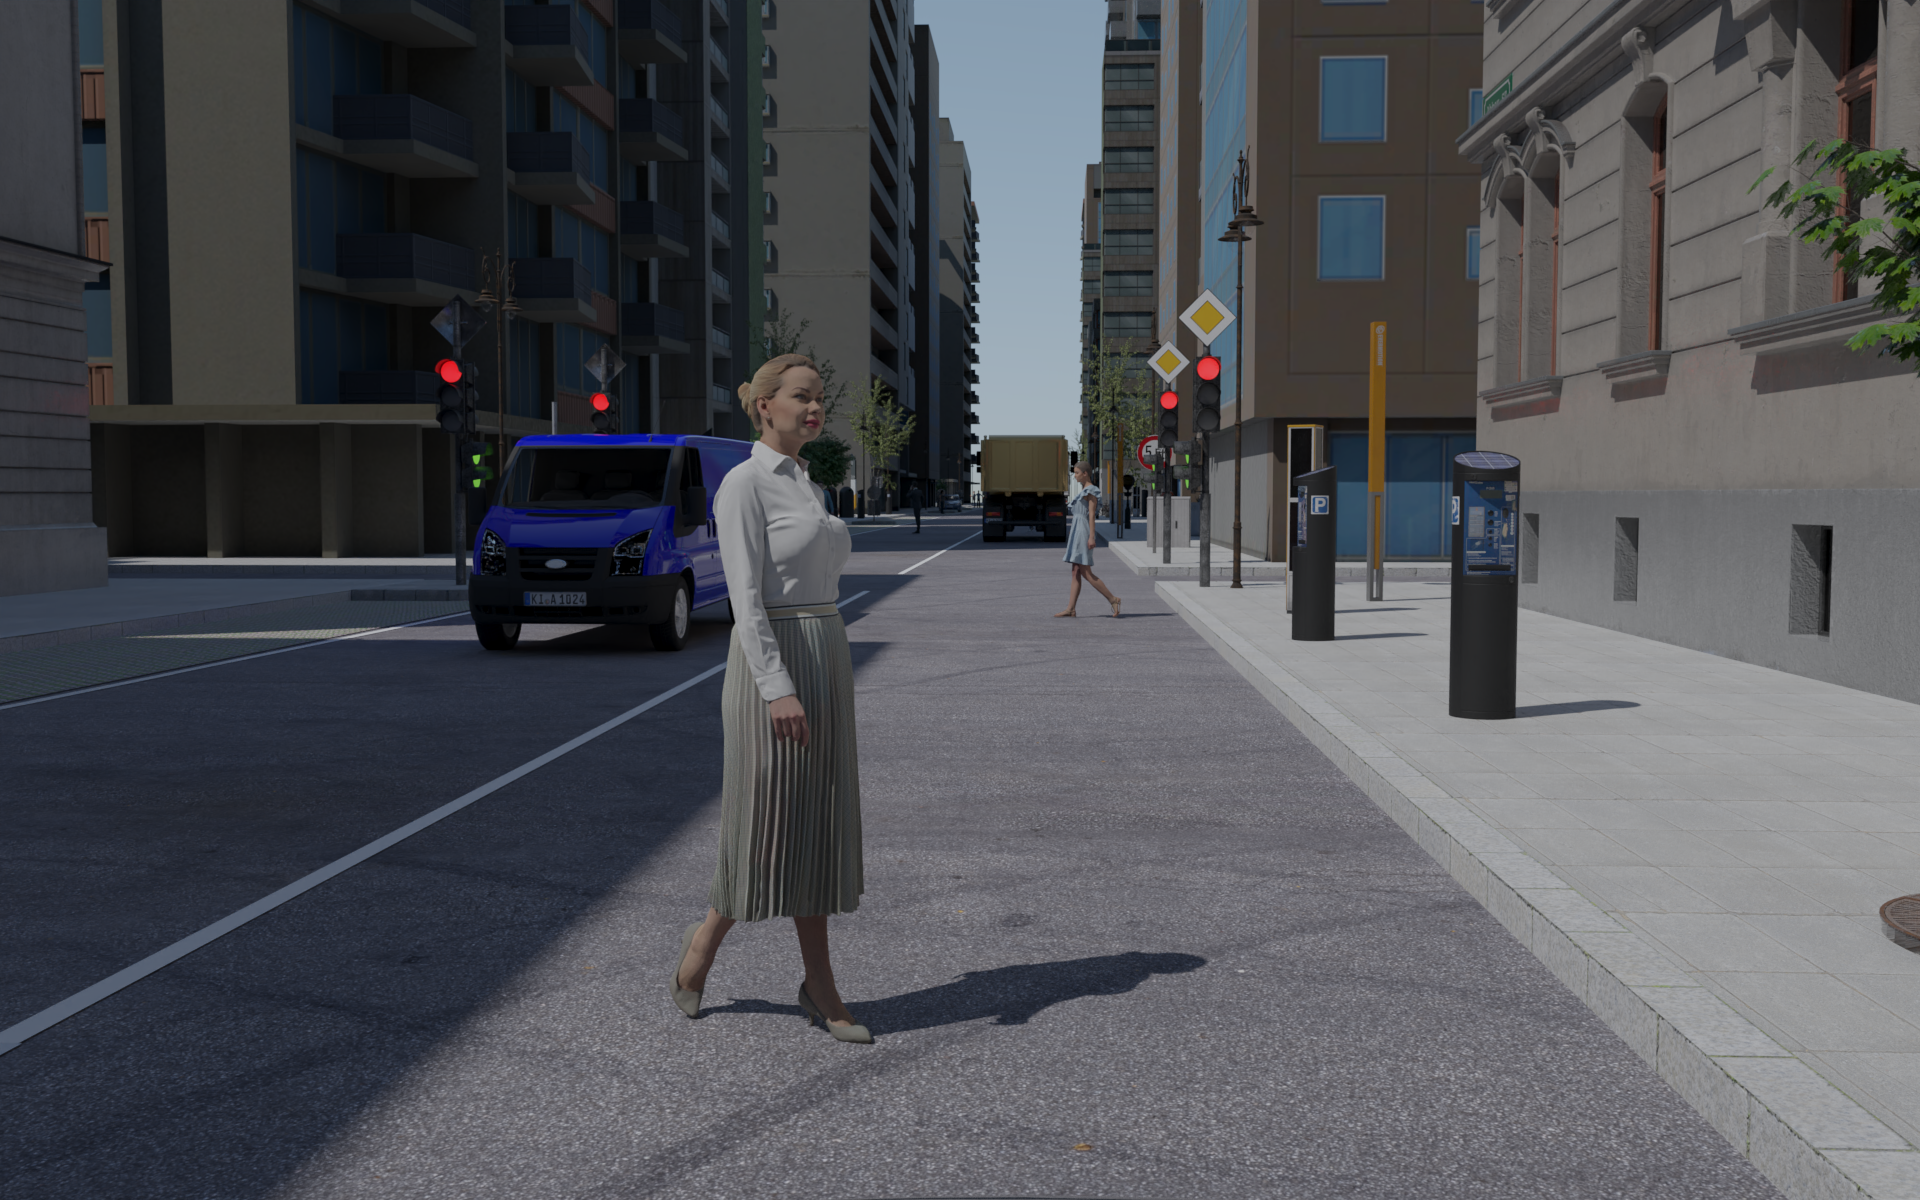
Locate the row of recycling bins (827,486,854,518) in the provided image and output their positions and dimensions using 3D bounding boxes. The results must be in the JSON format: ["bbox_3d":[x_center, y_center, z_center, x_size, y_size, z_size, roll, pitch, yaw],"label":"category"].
[{"bbox_3d":[-7.499,-5.293,93.660,3.534,1.692,1.069,-1,4,-8],"label":"row of recycling bins"}]

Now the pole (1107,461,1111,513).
[{"bbox_3d":[9.180,-6.885,106.413,0.158,3.312,0.155,0,3,0],"label":"pole"}]

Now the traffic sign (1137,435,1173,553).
[{"bbox_3d":[4.212,-2.283,37.436,0.768,2.556,0.104,1,4,11],"label":"traffic sign"}]

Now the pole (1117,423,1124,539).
[{"bbox_3d":[4.614,-3.425,49.846,0.158,3.312,0.155,0,3,0],"label":"pole"}]

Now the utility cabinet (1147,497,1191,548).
[{"bbox_3d":[5.011,-1.859,41.563,1.020,1.237,0.306,1,4,13],"label":"utility cabinet"}]

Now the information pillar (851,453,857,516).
[{"bbox_3d":[-6.109,-6.607,99.376,0.183,3.616,0.504,-2,4,-35],"label":"information pillar"}]

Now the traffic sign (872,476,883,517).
[{"bbox_3d":[-4.692,-5.890,98.437,0.606,2.300,0.079,0,4,8],"label":"traffic sign"}]

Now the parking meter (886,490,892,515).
[{"bbox_3d":[-4.440,-6.088,107.942,0.372,1.533,0.369,0,3,0],"label":"parking meter"}]

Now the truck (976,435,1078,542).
[{"bbox_3d":[2.104,-3.632,55.310,3.469,3.379,9.791,0,4,3],"label":"truck"}]

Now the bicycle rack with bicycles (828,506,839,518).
[{"bbox_3d":[-8.364,-5.365,101.097,2.852,0.926,2.925,-3,5,-41],"label":"bicycle rack with bicycles"}]

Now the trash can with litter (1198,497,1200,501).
[{"bbox_3d":[10.998,-3.981,76.155,2.233,1.210,1.678,2,4,34],"label":"trash can with litter"}]

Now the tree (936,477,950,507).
[{"bbox_3d":[-2.093,-11.072,175.632,1.663,3.219,1.824,0,3,0],"label":"tree"}]

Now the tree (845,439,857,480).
[{"bbox_3d":[-6.748,-6.235,85.649,4.285,4.588,4.351,0,3,0],"label":"tree"}]

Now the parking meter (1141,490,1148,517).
[{"bbox_3d":[10.271,-5.371,96.232,0.372,1.533,0.369,0,3,0],"label":"parking meter"}]

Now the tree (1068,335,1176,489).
[{"bbox_3d":[7.541,-7.915,79.772,4.737,8.622,4.395,0,3,0],"label":"tree"}]

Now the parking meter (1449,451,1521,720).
[{"bbox_3d":[3.018,-0.095,9.965,0.372,1.533,0.369,0,3,0],"label":"parking meter"}]

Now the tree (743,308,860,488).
[{"bbox_3d":[-6.619,-7.191,67.941,4.737,8.622,4.395,0,3,0],"label":"tree"}]

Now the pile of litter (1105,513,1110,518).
[{"bbox_3d":[8.350,-4.885,93.836,1.176,0.858,1.719,2,4,30],"label":"pile of litter"}]

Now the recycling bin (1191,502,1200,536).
[{"bbox_3d":[7.098,-2.471,52.958,0.722,1.027,0.722,2,4,25],"label":"recycling bin"}]

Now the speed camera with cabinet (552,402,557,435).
[{"bbox_3d":[-8.488,-2.589,36.661,0.660,3.252,2.038,0,4,-4],"label":"speed camera with cabinet"}]

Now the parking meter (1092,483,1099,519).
[{"bbox_3d":[7.009,-5.120,89.421,0.399,1.863,0.255,0,4,-4],"label":"parking meter"}]

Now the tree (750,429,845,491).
[{"bbox_3d":[-7.526,-5.483,73.366,4.285,4.588,4.351,0,3,0],"label":"tree"}]

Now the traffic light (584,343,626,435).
[{"bbox_3d":[-6.604,-2.655,32.332,0.839,4.253,0.868,0,4,3],"label":"traffic light"}]

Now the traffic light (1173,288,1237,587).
[{"bbox_3d":[3.364,-2.134,23.818,0.839,4.253,0.868,0,4,3],"label":"traffic light"}]

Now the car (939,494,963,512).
[{"bbox_3d":[-0.759,-7.686,137.674,2.014,1.417,4.499,0,4,2],"label":"car"}]

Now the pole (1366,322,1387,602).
[{"bbox_3d":[4.965,-1.639,20.645,0.158,3.312,0.155,0,3,0],"label":"pole"}]

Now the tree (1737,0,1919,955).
[{"bbox_3d":[3.273,-0.617,4.688,1.663,3.219,1.824,0,3,0],"label":"tree"}]

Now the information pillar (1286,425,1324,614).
[{"bbox_3d":[3.689,-0.860,18.545,0.304,2.012,0.304,2,4,28],"label":"information pillar"}]

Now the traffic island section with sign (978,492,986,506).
[{"bbox_3d":[3.140,-12.601,214.647,1.989,1.847,2.006,0,4,3],"label":"traffic island section with sign"}]

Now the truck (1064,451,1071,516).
[{"bbox_3d":[6.202,-7.923,118.460,2.839,4.237,11.283,0,4,3],"label":"truck"}]

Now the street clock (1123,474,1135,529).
[{"bbox_3d":[6.155,-3.605,63.519,0.471,2.002,0.358,2,4,25],"label":"street clock"}]

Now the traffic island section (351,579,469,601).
[{"bbox_3d":[-7.073,-0.135,24.496,2.009,0.180,2.903,0,4,3],"label":"traffic island section"}]

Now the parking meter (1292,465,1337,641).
[{"bbox_3d":[3.109,-0.416,15.207,0.372,1.533,0.369,0,3,0],"label":"parking meter"}]

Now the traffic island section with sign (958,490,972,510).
[{"bbox_3d":[0.086,-9.124,157.798,1.989,1.847,2.006,0,4,3],"label":"traffic island section with sign"}]

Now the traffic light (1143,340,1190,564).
[{"bbox_3d":[3.793,-2.622,31.791,0.839,4.253,0.868,0,4,3],"label":"traffic light"}]

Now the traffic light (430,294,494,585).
[{"bbox_3d":[-7.033,-2.167,24.359,0.839,4.253,0.868,0,4,3],"label":"traffic light"}]

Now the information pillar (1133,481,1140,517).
[{"bbox_3d":[9.901,-5.669,97.180,0.304,2.012,0.304,3,4,38],"label":"information pillar"}]

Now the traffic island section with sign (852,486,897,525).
[{"bbox_3d":[-4.019,-4.455,81.473,1.989,1.847,2.006,0,4,3],"label":"traffic island section with sign"}]

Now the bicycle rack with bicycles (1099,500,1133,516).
[{"bbox_3d":[9.344,-5.507,103.422,2.925,0.926,2.852,-1,4,-8],"label":"bicycle rack with bicycles"}]

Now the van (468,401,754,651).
[{"bbox_3d":[-3.324,-0.810,17.625,2.240,2.365,5.245,0,4,4],"label":"van"}]

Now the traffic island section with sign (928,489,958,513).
[{"bbox_3d":[-1.382,-7.441,130.295,1.989,1.847,2.006,0,4,3],"label":"traffic island section with sign"}]

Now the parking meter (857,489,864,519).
[{"bbox_3d":[-5.188,-5.021,90.509,0.372,1.533,0.369,0,3,0],"label":"parking meter"}]

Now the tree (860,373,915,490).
[{"bbox_3d":[-5.056,-9.461,105.045,4.737,8.622,4.395,0,3,0],"label":"tree"}]
